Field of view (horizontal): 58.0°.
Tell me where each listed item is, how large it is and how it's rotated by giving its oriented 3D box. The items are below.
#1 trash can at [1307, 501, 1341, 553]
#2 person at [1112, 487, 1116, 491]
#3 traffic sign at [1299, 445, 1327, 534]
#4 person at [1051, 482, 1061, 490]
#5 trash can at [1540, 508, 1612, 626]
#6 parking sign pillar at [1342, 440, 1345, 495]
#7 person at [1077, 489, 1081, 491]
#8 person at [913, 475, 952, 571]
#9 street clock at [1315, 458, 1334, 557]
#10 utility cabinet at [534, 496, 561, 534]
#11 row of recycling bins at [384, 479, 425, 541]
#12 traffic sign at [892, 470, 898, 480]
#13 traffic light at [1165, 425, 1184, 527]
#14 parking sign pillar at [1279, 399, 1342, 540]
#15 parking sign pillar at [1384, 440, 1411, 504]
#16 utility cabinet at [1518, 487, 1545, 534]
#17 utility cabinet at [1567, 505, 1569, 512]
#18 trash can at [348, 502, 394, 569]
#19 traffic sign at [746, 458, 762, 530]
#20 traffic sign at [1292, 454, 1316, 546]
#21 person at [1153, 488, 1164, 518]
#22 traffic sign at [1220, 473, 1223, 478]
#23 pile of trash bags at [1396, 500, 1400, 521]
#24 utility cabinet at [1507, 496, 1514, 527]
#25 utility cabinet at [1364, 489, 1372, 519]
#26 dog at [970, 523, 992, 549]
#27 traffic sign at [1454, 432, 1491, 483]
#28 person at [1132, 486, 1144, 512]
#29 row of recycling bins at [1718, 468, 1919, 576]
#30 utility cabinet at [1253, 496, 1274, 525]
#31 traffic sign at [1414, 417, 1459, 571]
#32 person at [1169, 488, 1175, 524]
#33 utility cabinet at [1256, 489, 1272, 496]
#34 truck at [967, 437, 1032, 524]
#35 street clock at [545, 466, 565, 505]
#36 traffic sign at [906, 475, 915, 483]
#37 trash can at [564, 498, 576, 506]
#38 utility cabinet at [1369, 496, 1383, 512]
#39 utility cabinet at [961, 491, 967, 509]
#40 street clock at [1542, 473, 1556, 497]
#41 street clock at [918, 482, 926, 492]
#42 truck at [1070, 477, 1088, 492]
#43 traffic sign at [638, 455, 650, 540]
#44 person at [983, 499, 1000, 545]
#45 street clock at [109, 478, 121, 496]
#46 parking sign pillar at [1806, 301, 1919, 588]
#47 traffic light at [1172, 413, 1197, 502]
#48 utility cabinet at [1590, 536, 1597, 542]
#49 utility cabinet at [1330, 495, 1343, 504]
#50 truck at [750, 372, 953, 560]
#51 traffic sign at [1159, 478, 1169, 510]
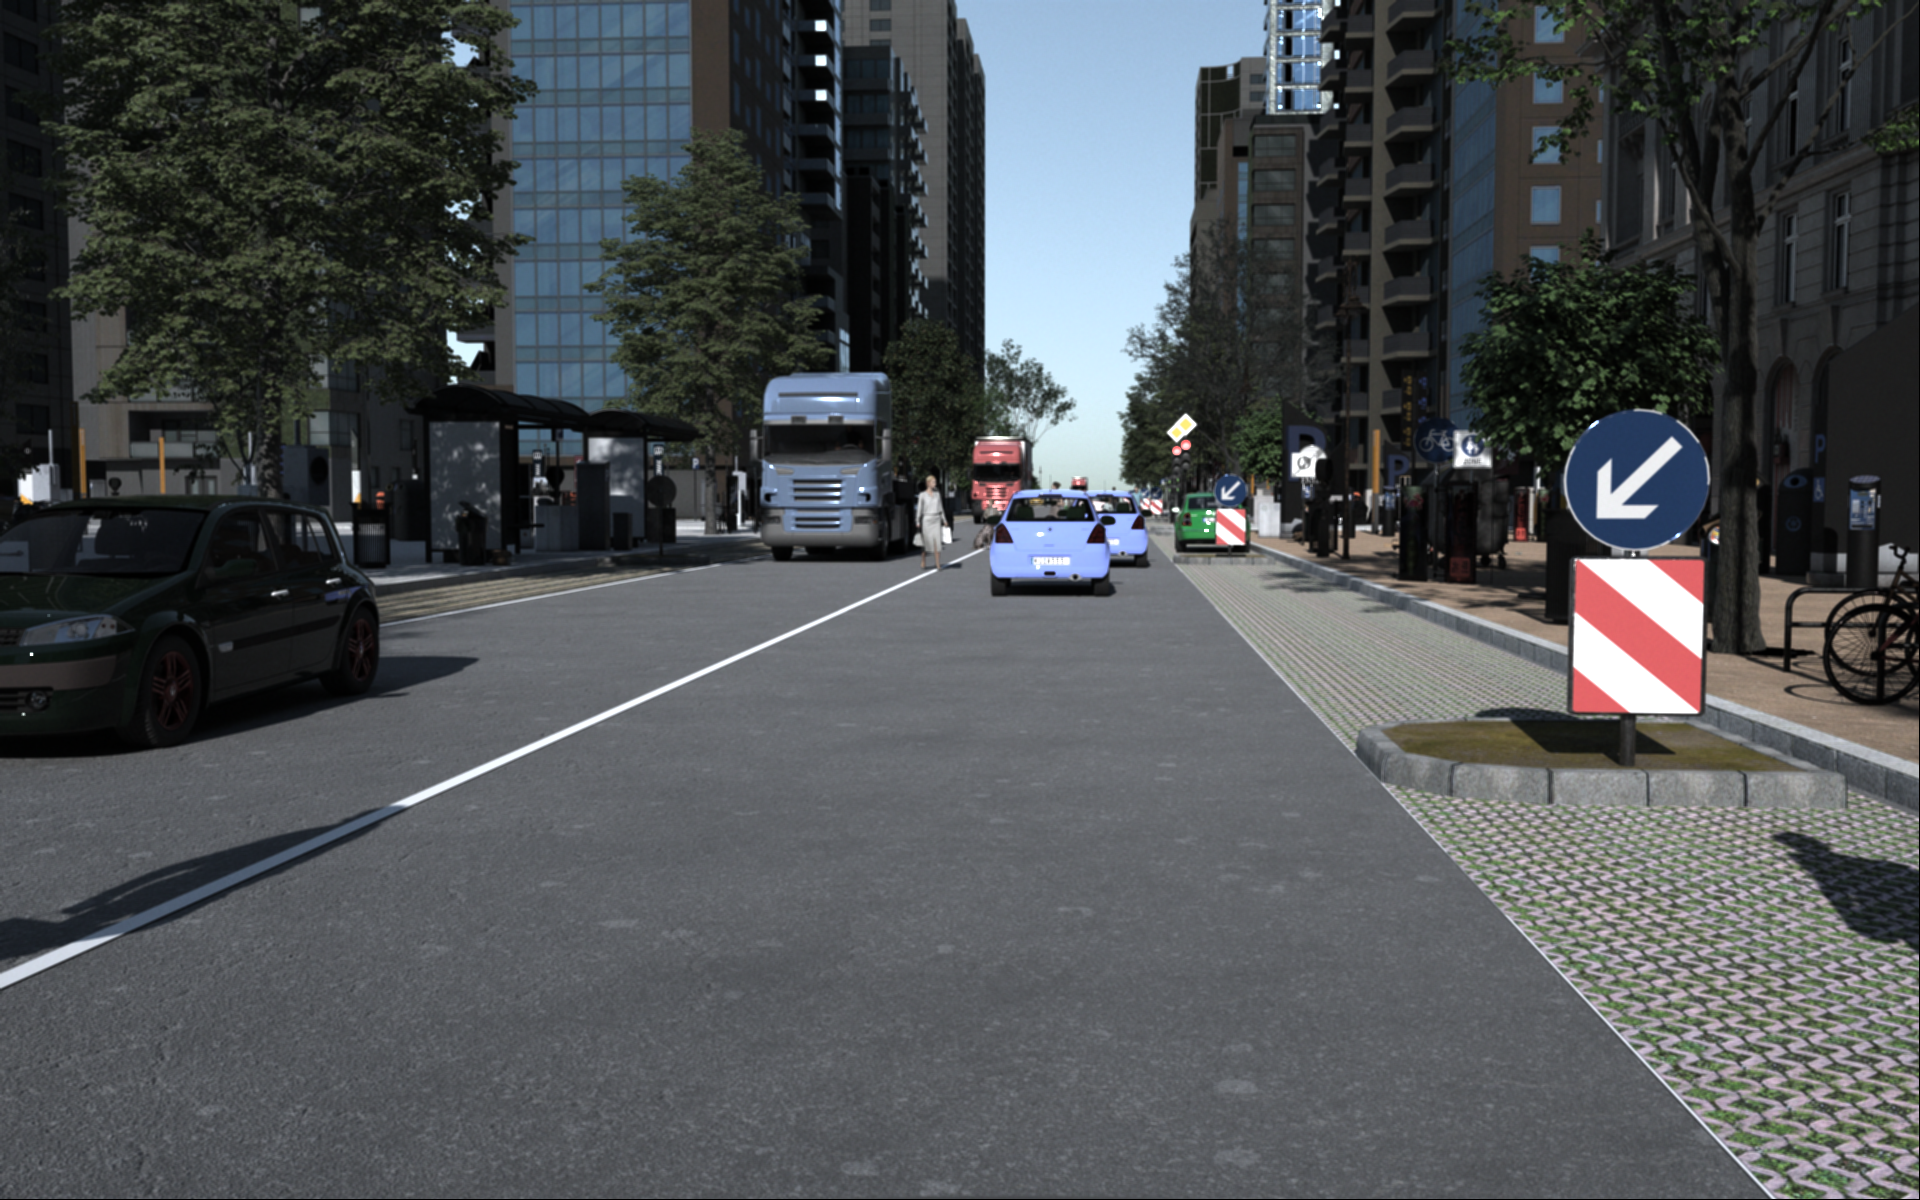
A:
[{"bbox_3d":[7.890,-1.585,37.575,0.748,1.137,0.748,0,3,0],"label":"trash can"},{"bbox_3d":[9.100,-5.795,103.028,0.659,1.850,0.755,2,4,33],"label":"person"},{"bbox_3d":[9.186,-2.763,45.275,0.768,2.556,0.104,1,4,11],"label":"traffic sign"},{"bbox_3d":[2.703,-2.528,50.172,0.374,1.781,0.599,-3,4,-36],"label":"person"},{"bbox_3d":[6.074,-0.327,17.008,0.748,1.137,0.748,0,3,0],"label":"trash can"},{"bbox_3d":[18.406,-5.929,85.410,1.447,3.967,1.447,-3,5,-41],"label":"parking sign pillar"},{"bbox_3d":[9.293,-7.743,135.075,0.580,1.828,0.573,3,5,42],"label":"person"},{"bbox_3d":[-0.526,-1.451,32.582,0.694,1.780,0.624,-1,4,-9],"label":"person"},{"bbox_3d":[7.418,-1.879,35.296,0.358,2.002,0.471,2,4,34],"label":"street clock"},{"bbox_3d":[-13.468,-2.766,56.390,0.306,1.237,1.020,2,4,30],"label":"utility cabinet"},{"bbox_3d":[-15.503,-2.546,48.735,1.069,1.692,3.534,-2,4,-25],"label":"row of recycling bins"},{"bbox_3d":[-3.644,-5.713,93.409,0.884,2.594,0.081,1,4,10],"label":"traffic sign"},{"bbox_3d":[8.494,-4.845,68.140,0.839,4.253,0.868,0,4,5],"label":"traffic light"},{"bbox_3d":[9.839,-3.719,49.285,1.447,3.967,1.447,0,4,-6],"label":"parking sign pillar"},{"bbox_3d":[21.692,-5.955,85.841,1.447,3.967,1.447,-1,4,-10],"label":"parking sign pillar"},{"bbox_3d":[18.178,-2.830,54.956,1.173,1.500,0.318,-1,4,-18],"label":"utility cabinet"},{"bbox_3d":[19.554,-2.642,54.351,0.306,1.237,1.020,-3,4,-37],"label":"utility cabinet"},{"bbox_3d":[-10.168,-1.118,29.928,0.748,1.137,0.748,0,3,0],"label":"trash can"},{"bbox_3d":[-7.138,-3.700,60.606,0.768,2.556,0.104,1,4,11],"label":"traffic sign"},{"bbox_3d":[8.551,-2.506,43.096,0.606,2.300,0.079,1,4,14],"label":"traffic sign"},{"bbox_3d":[11.092,-5.380,96.639,0.728,1.800,0.709,-1,4,-18],"label":"person"},{"bbox_3d":[14.146,-5.826,95.361,0.768,2.556,0.104,1,4,9],"label":"traffic sign"},{"bbox_3d":[20.227,-4.446,82.437,3.447,1.369,1.912,0,4,6],"label":"pile of trash bags"},{"bbox_3d":[21.339,-3.475,67.979,0.306,1.237,1.020,-1,4,-17],"label":"utility cabinet"},{"bbox_3d":[18.774,-4.344,79.711,0.318,1.500,1.173,1,4,8],"label":"utility cabinet"},{"bbox_3d":[0.506,-1.730,45.128,0.800,0.831,0.513,1,4,19],"label":"dog"},{"bbox_3d":[8.241,-1.577,27.909,0.606,2.300,0.079,0,4,6],"label":"traffic sign"},{"bbox_3d":[8.659,-4.647,84.499,0.660,1.820,0.620,0,4,3],"label":"person"},{"bbox_3d":[13.552,-1.216,26.993,1.069,1.692,3.534,-3,4,-38],"label":"row of recycling bins"},{"bbox_3d":[12.615,-3.679,71.317,1.020,1.237,0.306,1,4,15],"label":"utility cabinet"},{"bbox_3d":[7.903,-1.750,28.725,0.768,2.556,0.104,1,4,11],"label":"traffic sign"},{"bbox_3d":[10.303,-4.583,83.617,0.473,1.802,0.592,1,4,10],"label":"person"},{"bbox_3d":[12.951,-3.980,73.750,0.318,1.500,1.173,2,4,28],"label":"utility cabinet"},{"bbox_3d":[2.133,-5.982,86.724,2.839,4.237,11.283,0,4,5],"label":"truck"},{"bbox_3d":[-10.537,-2.479,45.109,0.471,2.002,0.358,-1,4,-10],"label":"street clock"},{"bbox_3d":[-3.427,-7.095,116.105,0.768,2.556,0.104,1,4,14],"label":"traffic sign"},{"bbox_3d":[-15.566,-3.546,69.629,0.748,1.137,0.748,0,3,0],"label":"trash can"},{"bbox_3d":[18.066,-3.871,74.452,1.020,1.237,0.306,-2,4,-29],"label":"utility cabinet"},{"bbox_3d":[0.335,-8.254,143.637,0.318,1.500,1.173,-1,4,-13],"label":"utility cabinet"},{"bbox_3d":[17.347,-2.845,51.079,0.358,2.002,0.471,0,4,-7],"label":"street clock"},{"bbox_3d":[-2.207,-5.911,101.222,0.471,2.002,0.358,1,4,18],"label":"street clock"},{"bbox_3d":[20.247,-18.621,293.370,2.839,4.237,11.283,0,4,6],"label":"truck"},{"bbox_3d":[-8.993,-2.943,48.219,0.768,2.556,0.104,0,4,7],"label":"traffic sign"},{"bbox_3d":[0.896,-2.199,48.725,0.475,1.303,0.640,0,4,-7],"label":"person"},{"bbox_3d":[-37.108,-4.375,76.098,0.471,2.002,0.358,1,4,9],"label":"street clock"},{"bbox_3d":[12.683,-2.186,24.206,1.447,3.967,1.447,0,4,3],"label":"parking sign pillar"},{"bbox_3d":[7.810,-4.359,60.184,0.839,4.253,0.868,0,4,5],"label":"traffic light"},{"bbox_3d":[17.074,-2.180,46.804,0.306,1.237,1.020,3,5,42],"label":"utility cabinet"},{"bbox_3d":[17.910,-4.421,83.439,1.020,1.237,0.306,-1,4,-15],"label":"utility cabinet"},{"bbox_3d":[-2.202,-3.332,44.230,2.967,4.110,18.799,0,4,5],"label":"truck"},{"bbox_3d":[16.382,-8.497,139.034,0.768,2.556,0.104,1,4,12],"label":"traffic sign"}]
